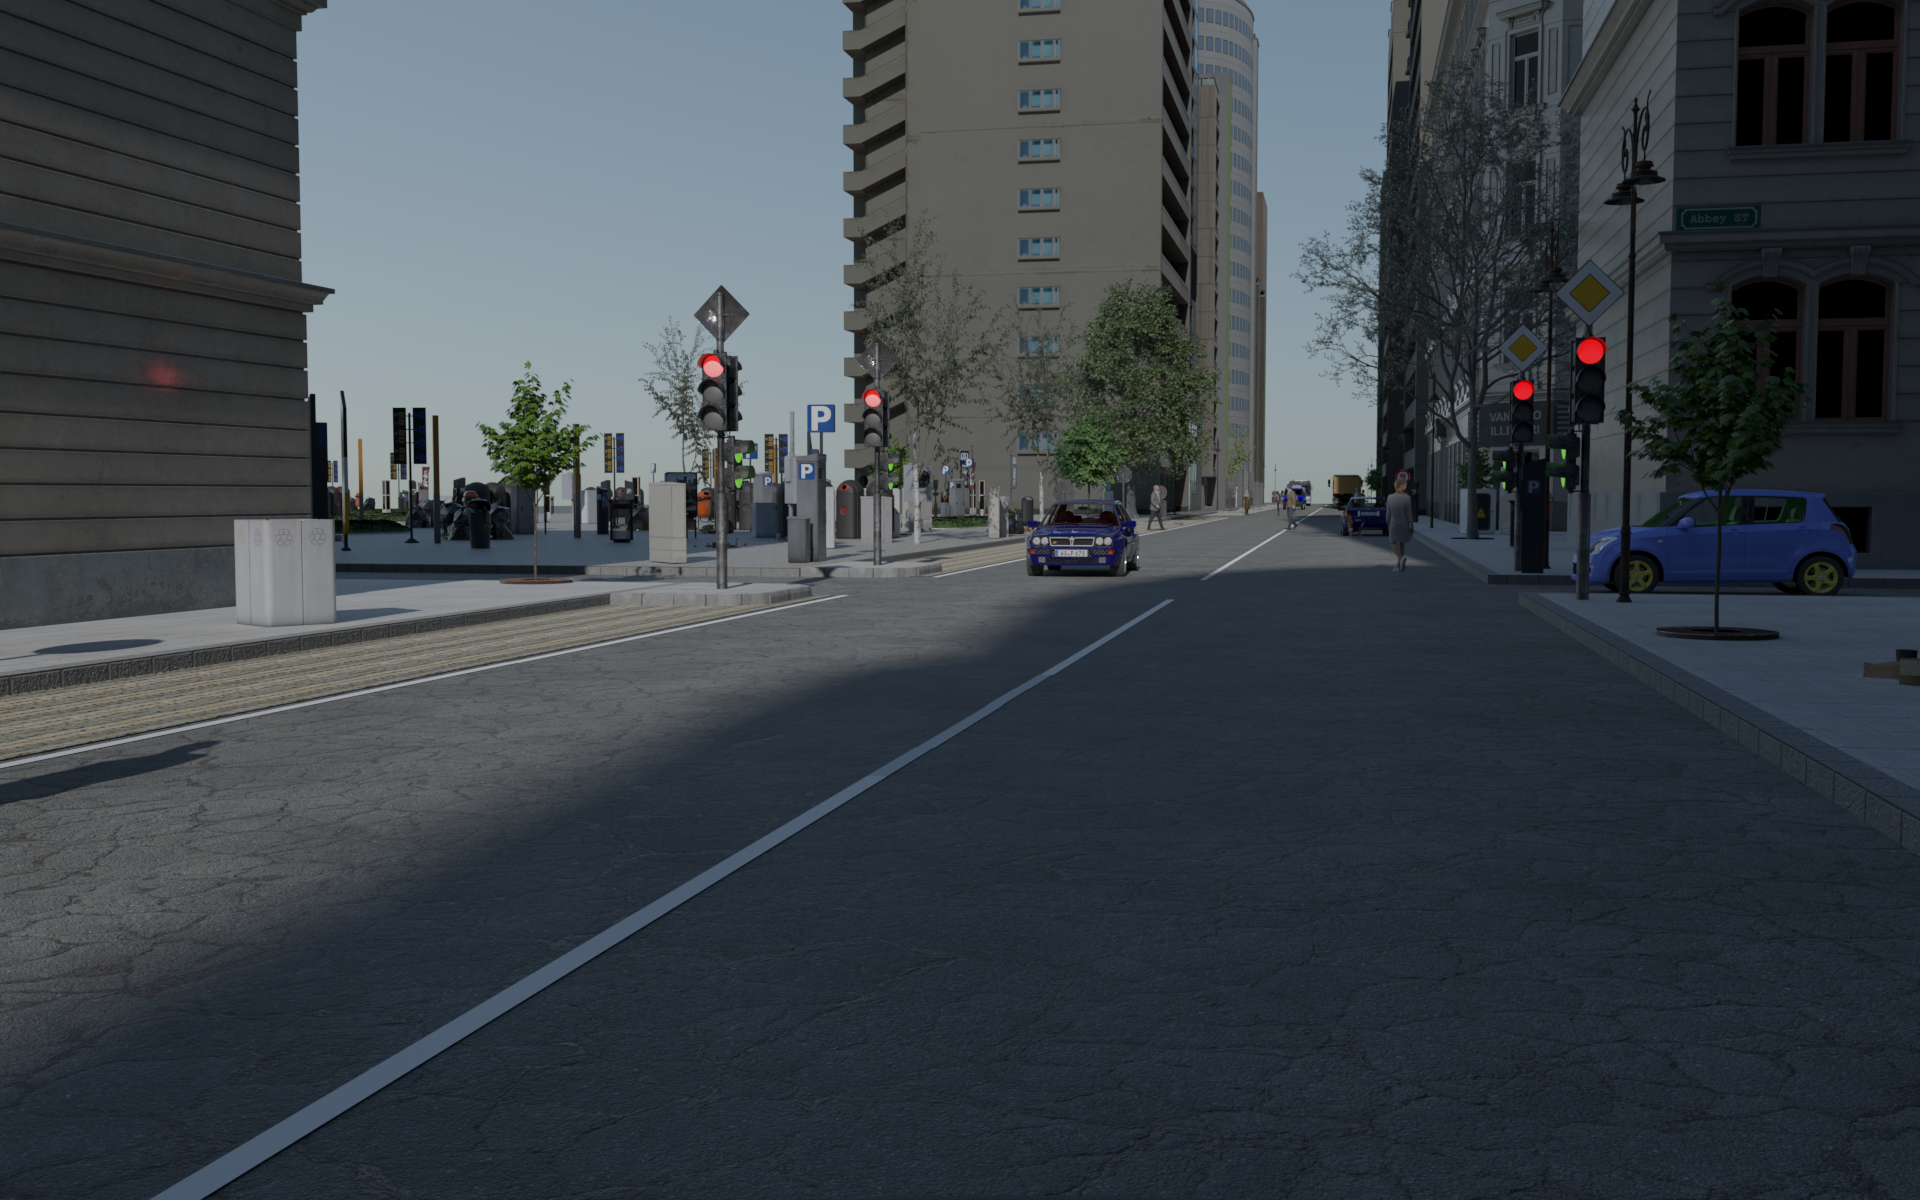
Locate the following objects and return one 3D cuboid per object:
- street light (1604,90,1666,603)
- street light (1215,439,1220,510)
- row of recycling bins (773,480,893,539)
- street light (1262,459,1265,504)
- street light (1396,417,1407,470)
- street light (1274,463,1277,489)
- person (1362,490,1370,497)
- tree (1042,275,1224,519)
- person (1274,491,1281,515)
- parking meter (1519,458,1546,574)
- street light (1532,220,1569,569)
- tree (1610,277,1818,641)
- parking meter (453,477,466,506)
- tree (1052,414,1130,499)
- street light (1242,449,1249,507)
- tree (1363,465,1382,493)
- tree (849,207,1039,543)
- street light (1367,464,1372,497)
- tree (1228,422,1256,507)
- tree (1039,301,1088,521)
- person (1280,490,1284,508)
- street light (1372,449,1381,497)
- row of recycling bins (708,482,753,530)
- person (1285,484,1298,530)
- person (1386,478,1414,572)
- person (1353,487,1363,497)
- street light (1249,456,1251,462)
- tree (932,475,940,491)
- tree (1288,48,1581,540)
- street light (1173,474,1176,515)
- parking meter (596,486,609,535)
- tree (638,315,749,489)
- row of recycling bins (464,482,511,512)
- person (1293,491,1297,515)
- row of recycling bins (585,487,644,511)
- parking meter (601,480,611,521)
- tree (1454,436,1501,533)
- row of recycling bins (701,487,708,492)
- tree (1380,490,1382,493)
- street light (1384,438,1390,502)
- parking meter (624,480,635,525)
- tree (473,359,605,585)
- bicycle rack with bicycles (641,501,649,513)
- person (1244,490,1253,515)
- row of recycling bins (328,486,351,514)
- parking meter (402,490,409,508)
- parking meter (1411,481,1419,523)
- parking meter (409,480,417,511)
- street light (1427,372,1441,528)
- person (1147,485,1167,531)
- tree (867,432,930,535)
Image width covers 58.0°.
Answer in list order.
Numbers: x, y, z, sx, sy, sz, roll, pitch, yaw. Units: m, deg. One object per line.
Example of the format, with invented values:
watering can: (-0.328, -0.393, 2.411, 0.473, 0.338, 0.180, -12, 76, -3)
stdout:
street light: (7.880, -2.910, 20.368, 0.468, 5.910, 1.993, 1, 4, 12)
street light: (21.216, -10.384, 142.569, 0.468, 5.910, 1.993, 1, 4, 12)
row of recycling bins: (-3.606, -2.604, 49.685, 3.534, 1.692, 1.069, 1, 4, 14)
street light: (39.227, -15.350, 223.765, 0.468, 5.910, 1.993, 1, 4, 12)
street light: (26.458, -8.029, 104.061, 0.468, 5.910, 1.993, 1, 4, 12)
street light: (47.295, -17.554, 259.792, 0.468, 5.910, 1.993, 1, 4, 12)
person: (29.828, -7.253, 127.620, 0.750, 1.759, 0.617, -1, 4, -10)
tree: (9.060, -10.626, 90.735, 9.611, 12.733, 9.660, 0, 3, 0)
person: (21.241, -6.480, 115.922, 0.415, 1.643, 0.593, -1, 4, -15)
parking meter: (9.265, -1.367, 28.066, 0.399, 1.863, 0.255, 1, 4, 16)
street light: (10.051, -3.473, 29.564, 0.468, 5.910, 1.993, 1, 4, 12)
tree: (6.711, -1.285, 15.608, 1.663, 3.219, 1.824, 0, 3, 0)
parking meter: (-17.491, -3.354, 60.542, 0.255, 1.863, 0.399, 3, 4, 37)
tree: (5.294, -5.348, 71.157, 4.285, 4.588, 4.351, 0, 3, 0)
street light: (29.190, -12.589, 178.616, 0.468, 5.910, 1.993, 1, 4, 12)
tree: (45.661, -12.589, 189.540, 4.285, 4.588, 4.351, 0, 3, 0)
tree: (-0.966, -5.764, 44.599, 4.360, 8.622, 3.978, 0, 3, 0)
street light: (60.599, -17.397, 257.225, 0.468, 5.910, 1.993, 1, 4, 12)
tree: (27.677, -13.717, 174.635, 4.737, 8.622, 4.395, 0, 3, 0)
tree: (2.809, -6.887, 62.957, 4.360, 8.622, 3.978, 0, 3, 0)
person: (32.515, -10.159, 174.601, 1.348, 1.824, 0.705, 1, 4, 18)
street light: (44.517, -12.973, 184.900, 0.468, 5.910, 1.993, 1, 4, 12)
row of recycling bins: (-6.972, -3.321, 61.411, 3.534, 1.692, 1.069, 0, 4, 3)
person: (13.276, -3.737, 69.518, 0.836, 1.842, 0.656, -3, 5, -39)
person: (8.070, -1.372, 31.686, 0.466, 1.731, 0.760, 0, 4, -7)
person: (19.669, -4.709, 85.889, 0.834, 1.777, 0.661, -3, 5, -42)
street light: (31.288, -13.144, 187.691, 0.468, 5.910, 1.993, 1, 4, 12)
tree: (-2.149, -6.042, 93.386, 1.663, 3.219, 1.824, 0, 3, 0)
tree: (14.406, -8.464, 48.763, 12.009, 13.543, 11.850, 0, 3, 0)
street light: (13.227, -8.180, 106.525, 0.468, 5.910, 1.993, 1, 4, 12)
parking meter: (-11.365, -2.854, 55.069, 0.372, 1.533, 0.369, 0, 3, 0)
tree: (-11.205, -7.444, 72.076, 4.360, 8.622, 3.978, 0, 3, 0)
row of recycling bins: (-15.975, -3.242, 60.120, 1.069, 1.692, 3.534, 1, 4, 16)
person: (22.590, -6.587, 117.670, 0.593, 1.643, 0.415, 0, 4, -6)
row of recycling bins: (-19.877, -5.640, 99.330, 3.534, 1.692, 1.069, -2, 4, -31)
parking meter: (-14.637, -4.027, 71.552, 0.399, 1.863, 0.255, 3, 4, 37)
tree: (17.238, -3.846, 57.488, 1.663, 3.219, 1.824, 0, 3, 0)
row of recycling bins: (-14.376, -5.919, 103.884, 1.069, 1.692, 3.534, 1, 4, 23)
tree: (47.257, -12.130, 192.924, 1.663, 3.219, 1.824, 0, 3, 0)
street light: (34.500, -10.233, 140.094, 0.468, 5.910, 1.993, 1, 4, 12)
parking meter: (-13.749, -4.061, 72.115, 0.399, 1.863, 0.255, 0, 4, -4)
tree: (-6.261, -1.861, 25.026, 1.663, 3.219, 1.824, 0, 3, 0)
bicycle rack with bicycles: (-16.036, -4.649, 89.386, 2.852, 0.926, 2.925, -1, 4, -18)
person: (20.044, -6.803, 120.460, 0.721, 1.736, 1.217, 3, 4, 38)
row of recycling bins: (-32.423, -4.990, 88.704, 1.069, 1.692, 3.534, 1, 4, 10)
parking meter: (-33.876, -5.959, 105.845, 0.372, 1.533, 0.369, 0, 3, 0)
parking meter: (20.532, -4.434, 78.203, 0.255, 1.863, 0.399, 2, 4, 34)
parking meter: (-23.062, -4.116, 73.004, 0.255, 1.863, 0.399, -2, 4, -28)
street light: (17.926, -5.679, 65.634, 0.468, 5.910, 1.993, 1, 4, 12)
person: (7.699, -3.584, 67.497, 0.834, 1.777, 0.661, 1, 4, 15)
tree: (-2.153, -3.652, 54.304, 1.663, 3.219, 1.824, 0, 3, 0)
